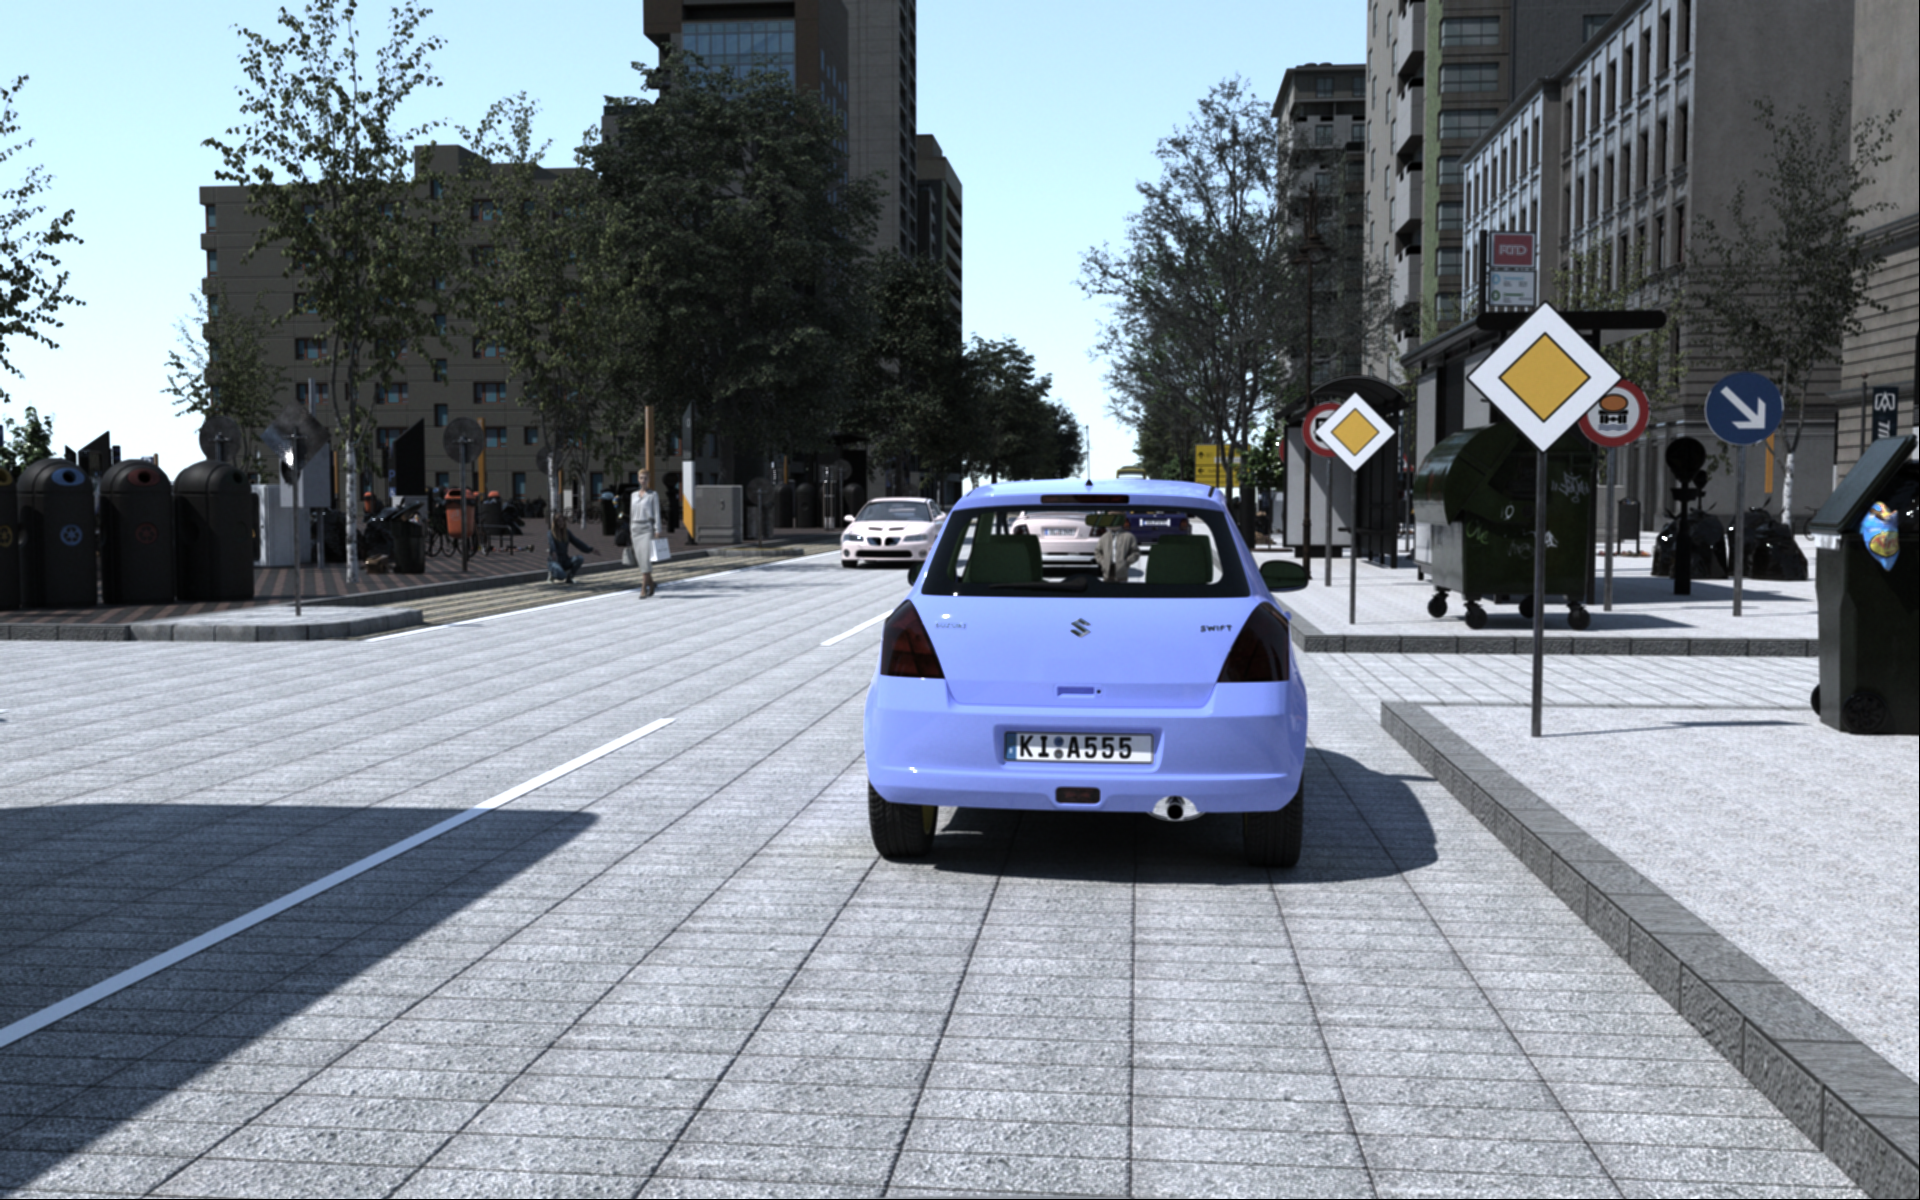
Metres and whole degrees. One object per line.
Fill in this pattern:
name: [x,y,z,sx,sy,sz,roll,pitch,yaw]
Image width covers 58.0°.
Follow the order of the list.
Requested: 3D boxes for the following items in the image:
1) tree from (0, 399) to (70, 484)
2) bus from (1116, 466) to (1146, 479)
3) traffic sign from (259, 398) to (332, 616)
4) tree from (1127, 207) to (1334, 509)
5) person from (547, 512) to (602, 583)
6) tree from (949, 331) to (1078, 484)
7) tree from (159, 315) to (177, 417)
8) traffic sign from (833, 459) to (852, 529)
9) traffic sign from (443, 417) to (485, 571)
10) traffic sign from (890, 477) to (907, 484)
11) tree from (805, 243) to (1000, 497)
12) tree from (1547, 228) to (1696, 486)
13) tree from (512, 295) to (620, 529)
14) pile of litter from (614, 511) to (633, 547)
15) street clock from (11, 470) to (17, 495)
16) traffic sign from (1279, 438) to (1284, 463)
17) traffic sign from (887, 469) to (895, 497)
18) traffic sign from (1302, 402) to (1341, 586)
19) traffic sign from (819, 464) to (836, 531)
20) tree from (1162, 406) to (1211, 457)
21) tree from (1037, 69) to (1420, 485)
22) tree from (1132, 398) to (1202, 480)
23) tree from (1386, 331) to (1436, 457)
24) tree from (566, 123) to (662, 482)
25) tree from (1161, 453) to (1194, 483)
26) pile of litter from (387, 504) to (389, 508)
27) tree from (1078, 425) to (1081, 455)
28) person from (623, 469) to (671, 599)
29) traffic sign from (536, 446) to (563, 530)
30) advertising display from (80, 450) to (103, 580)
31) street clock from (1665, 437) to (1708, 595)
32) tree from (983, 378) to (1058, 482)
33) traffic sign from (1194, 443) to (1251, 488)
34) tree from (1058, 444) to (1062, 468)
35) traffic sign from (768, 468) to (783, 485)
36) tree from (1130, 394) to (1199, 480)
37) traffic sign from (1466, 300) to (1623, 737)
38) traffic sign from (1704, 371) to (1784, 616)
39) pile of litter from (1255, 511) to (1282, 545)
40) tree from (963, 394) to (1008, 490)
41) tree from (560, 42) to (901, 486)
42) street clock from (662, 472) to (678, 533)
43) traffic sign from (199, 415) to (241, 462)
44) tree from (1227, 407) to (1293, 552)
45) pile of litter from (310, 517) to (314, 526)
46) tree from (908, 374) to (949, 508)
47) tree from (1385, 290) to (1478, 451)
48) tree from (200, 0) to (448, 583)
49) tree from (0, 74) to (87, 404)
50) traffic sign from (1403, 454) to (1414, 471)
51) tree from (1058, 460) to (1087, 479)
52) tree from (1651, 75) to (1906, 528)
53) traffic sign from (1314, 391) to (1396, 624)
tree: [-18.529,-2.459,34.804,1.663,3.219,1.824,0,3,0]
bus: [14.924,-9.767,151.243,2.896,3.916,12.252,0,4,5]
traffic sign: [-6.964,-0.889,18.175,0.795,2.450,0.064,0,4,6]
tree: [9.916,-8.466,64.167,9.928,11.665,9.643,0,3,0]
person: [-6.226,-0.835,27.650,1.012,1.151,0.738,-3,5,-41]
tree: [2.810,-14.028,136.017,9.857,13.997,8.962,0,3,0]
tree: [-24.339,-6.585,58.028,4.737,8.622,4.395,0,3,0]
traffic sign: [-4.366,-3.892,63.737,0.768,2.556,0.104,0,4,7]
traffic sign: [-8.227,-1.748,28.693,0.768,2.556,0.104,1,4,15]
traffic sign: [-3.146,-5.438,88.911,0.884,2.594,0.081,1,4,10]
tree: [-2.702,-9.917,79.155,9.611,12.733,9.660,0,3,0]
tree: [18.278,-6.025,48.874,4.737,8.622,4.395,0,3,0]
tree: [-14.045,-6.907,63.289,4.360,8.622,3.978,0,3,0]
pile of litter: [-8.059,-1.772,42.934,1.176,0.858,1.719,0,4,3]
street clock: [-23.612,-2.388,43.616,0.358,2.002,0.471,3,5,42]
traffic sign: [6.872,-2.151,35.281,0.768,2.556,0.104,1,4,13]
traffic sign: [-3.293,-5.268,86.236,0.768,2.556,0.104,1,4,14]
traffic sign: [5.123,-1.463,24.023,0.768,2.556,0.104,1,4,16]
traffic sign: [-4.570,-3.525,59.764,0.606,2.300,0.079,1,4,9]
tree: [18.809,-11.862,144.313,4.737,8.622,4.395,0,3,0]
tree: [8.340,-8.616,51.239,12.009,13.543,11.850,0,3,0]
tree: [23.931,-16.928,193.781,9.611,12.733,9.660,0,3,0]
tree: [21.078,-7.753,77.126,4.360,8.622,3.978,0,3,0]
tree: [-7.517,-4.989,31.934,4.737,8.622,4.395,0,3,0]
tree: [15.887,-8.441,121.719,4.285,4.588,4.351,0,3,0]
pile of litter: [-29.231,-4.579,88.839,1.719,0.858,1.176,-1,4,-13]
tree: [12.138,-19.952,232.876,9.857,13.997,8.962,0,3,0]
person: [-4.311,-0.923,23.937,0.694,1.780,0.624,3,4,36]
traffic sign: [-10.804,-2.782,45.598,0.768,2.556,0.104,1,4,11]
advertising display: [-12.956,-1.264,25.884,0.123,1.923,0.974,-1,4,-16]
street clock: [9.237,-1.072,22.090,0.471,2.002,0.358,2,4,25]
tree: [5.183,-15.236,167.234,7.486,12.596,7.792,0,3,0]
traffic sign: [10.593,-4.651,69.919,2.265,3.308,0.079,1,4,11]
tree: [6.869,-16.295,184.548,7.486,12.596,7.792,0,3,0]
traffic sign: [-7.183,-3.991,67.384,0.606,2.300,0.079,0,4,7]
tree: [21.195,-15.917,178.377,7.486,12.596,7.792,0,3,0]
traffic sign: [3.042,-0.333,9.088,0.795,2.450,0.064,0,4,6]
traffic sign: [8.161,-1.101,18.110,0.768,2.556,0.104,1,4,12]
pile of litter: [7.477,-1.856,44.303,1.176,0.858,1.719,-1,4,-22]
tree: [1.151,-10.479,121.701,4.360,8.622,3.978,0,3,0]
tree: [-6.703,-8.775,50.120,9.857,13.997,8.962,0,3,0]
street clock: [-9.591,-3.229,57.365,0.471,2.002,0.358,-2,4,-34]
traffic sign: [-11.963,-1.705,27.990,0.768,2.556,0.104,1,4,13]
tree: [6.930,-2.703,38.795,1.663,3.219,1.824,0,3,0]
pile of litter: [-16.920,-1.781,43.077,1.719,0.858,1.176,2,4,31]
tree: [-1.479,-9.265,101.839,4.737,8.622,4.395,0,3,0]
tree: [17.261,-6.811,61.721,4.737,8.622,4.395,0,3,0]
tree: [-8.573,-4.558,24.890,4.737,8.622,4.395,0,3,0]
tree: [-16.811,-4.785,28.592,4.737,8.622,4.395,0,3,0]
traffic sign: [10.055,-2.454,40.134,0.884,2.594,0.081,1,4,13]
tree: [14.712,-19.447,252.366,8.767,10.594,7.601,-2,4,-29]
tree: [14.935,-4.951,31.307,4.360,8.622,3.978,0,3,0]
traffic sign: [3.869,-0.819,17.030,0.795,2.450,0.064,0,4,6]
